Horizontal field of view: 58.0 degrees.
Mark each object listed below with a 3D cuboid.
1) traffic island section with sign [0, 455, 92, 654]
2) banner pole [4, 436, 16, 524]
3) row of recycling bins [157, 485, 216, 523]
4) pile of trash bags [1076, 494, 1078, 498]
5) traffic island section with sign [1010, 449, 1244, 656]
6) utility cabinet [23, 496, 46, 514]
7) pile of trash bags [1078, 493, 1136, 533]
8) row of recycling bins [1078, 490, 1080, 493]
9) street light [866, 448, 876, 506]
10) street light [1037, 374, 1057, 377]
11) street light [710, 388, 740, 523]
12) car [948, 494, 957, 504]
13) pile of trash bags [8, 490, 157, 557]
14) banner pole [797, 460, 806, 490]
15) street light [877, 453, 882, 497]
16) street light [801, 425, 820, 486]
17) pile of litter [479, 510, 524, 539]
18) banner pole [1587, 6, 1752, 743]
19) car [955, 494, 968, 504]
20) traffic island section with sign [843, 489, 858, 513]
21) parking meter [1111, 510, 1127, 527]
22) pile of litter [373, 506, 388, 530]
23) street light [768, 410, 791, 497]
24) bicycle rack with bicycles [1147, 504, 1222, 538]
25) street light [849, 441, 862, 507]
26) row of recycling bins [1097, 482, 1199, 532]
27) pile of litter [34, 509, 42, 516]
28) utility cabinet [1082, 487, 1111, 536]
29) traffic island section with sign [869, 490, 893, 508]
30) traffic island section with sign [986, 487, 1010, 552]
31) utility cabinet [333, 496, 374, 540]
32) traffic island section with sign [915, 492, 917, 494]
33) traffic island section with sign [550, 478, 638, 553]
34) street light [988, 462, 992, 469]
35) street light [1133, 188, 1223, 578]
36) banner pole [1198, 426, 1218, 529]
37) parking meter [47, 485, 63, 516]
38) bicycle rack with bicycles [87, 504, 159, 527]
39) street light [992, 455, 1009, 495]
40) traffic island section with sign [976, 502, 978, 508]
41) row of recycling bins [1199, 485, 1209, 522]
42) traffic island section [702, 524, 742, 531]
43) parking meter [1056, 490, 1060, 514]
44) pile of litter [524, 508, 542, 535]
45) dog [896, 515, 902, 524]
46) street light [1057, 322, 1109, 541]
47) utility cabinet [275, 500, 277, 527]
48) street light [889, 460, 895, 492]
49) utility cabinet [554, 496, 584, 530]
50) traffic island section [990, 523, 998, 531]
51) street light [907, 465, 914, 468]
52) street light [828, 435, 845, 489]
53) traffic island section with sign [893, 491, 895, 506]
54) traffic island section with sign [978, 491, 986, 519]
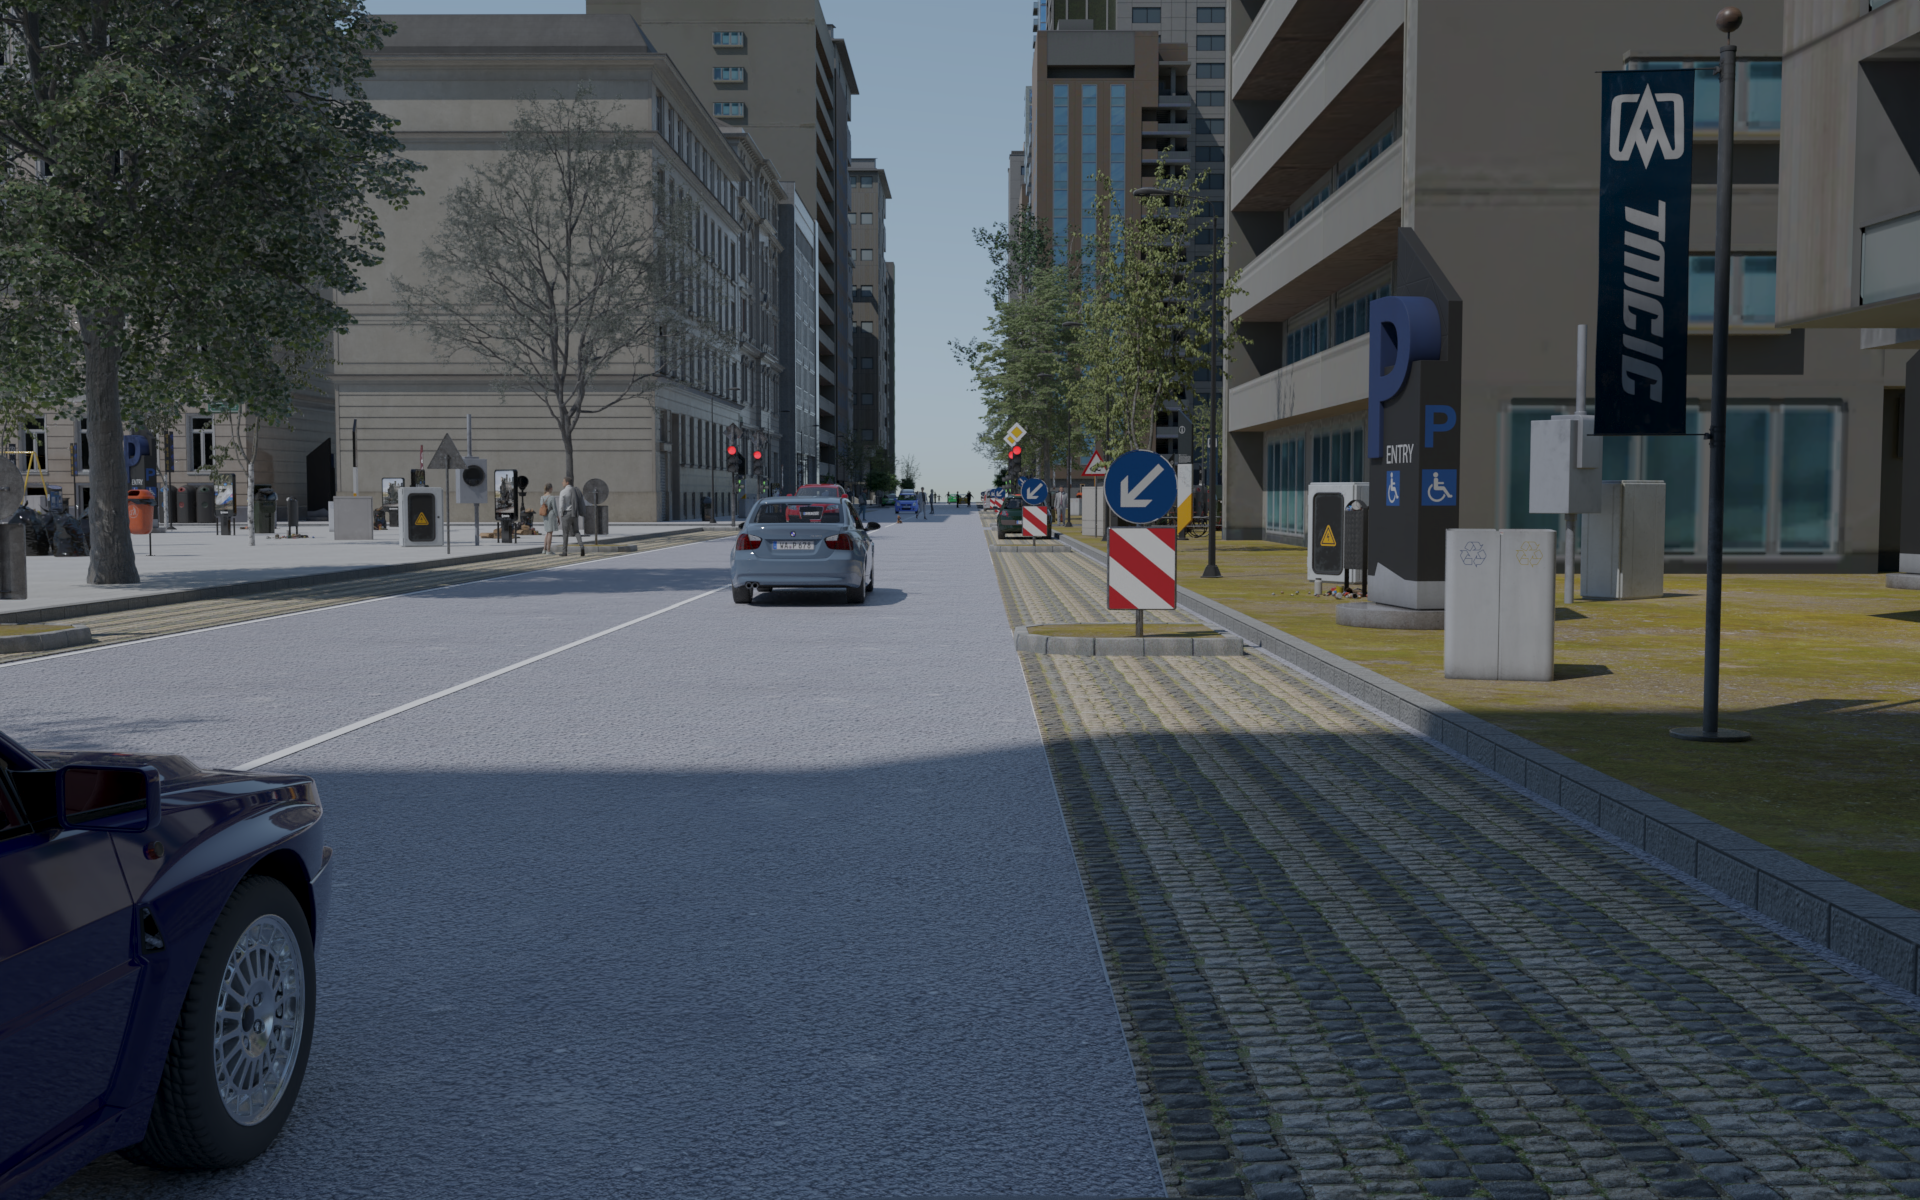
[{"bbox_3d":[-9.310,-0.456,16.087,1.989,1.847,2.006,0,4,0],"label":"traffic island section with sign"},{"bbox_3d":[-41.308,-5.221,75.379,0.401,3.779,0.863,0,4,7],"label":"banner pole"},{"bbox_3d":[-34.483,-4.232,76.303,3.534,1.692,1.069,0,4,6],"label":"row of recycling bins"},{"bbox_3d":[9.828,-6.935,123.147,3.447,1.369,1.912,2,4,29],"label":"pile of trash bags"},{"bbox_3d":[1.509,-0.461,16.171,1.989,1.847,2.006,0,4,0],"label":"traffic island section with sign"},{"bbox_3d":[-40.459,-3.947,75.690,1.020,1.237,0.306,1,4,19],"label":"utility cabinet"},{"bbox_3d":[4.908,-2.810,55.691,1.912,1.369,3.447,0,4,1],"label":"pile of trash bags"},{"bbox_3d":[9.539,-7.627,131.814,1.069,1.692,3.534,1,4,12],"label":"row of recycling bins"},{"bbox_3d":[-9.465,-12.291,173.504,1.470,5.913,1.316,0,4,0],"label":"street light"},{"bbox_3d":[3.685,-5.778,67.008,1.470,5.913,1.316,0,4,0],"label":"street light"},{"bbox_3d":[-10.272,-6.308,75.670,1.470,5.913,1.316,0,4,0],"label":"street light"},{"bbox_3d":[-0.736,-14.329,243.081,1.959,1.807,4.718,0,4,-1],"label":"car"},{"bbox_3d":[-18.185,-1.608,36.050,3.447,1.369,1.912,1,4,17],"label":"pile of trash bags"},{"bbox_3d":[-11.437,-8.305,125.803,0.863,3.779,0.401,-1,4,-17],"label":"banner pole"},{"bbox_3d":[-9.449,-13.549,194.072,1.470,5.913,1.316,0,4,0],"label":"street light"},{"bbox_3d":[-10.085,-8.790,116.259,1.470,5.913,1.316,0,4,0],"label":"street light"},{"bbox_3d":[-13.326,-2.211,50.111,1.176,0.858,1.719,-1,4,-13],"label":"pile of litter"},{"bbox_3d":[3.724,-1.163,9.040,0.863,3.779,0.401,0,4,7],"label":"banner pole"},{"bbox_3d":[0.416,-12.878,220.780,2.015,1.641,3.980,0,4,0],"label":"car"},{"bbox_3d":[-8.451,-7.164,125.761,1.989,1.847,2.006,0,4,0],"label":"traffic island section with sign"},{"bbox_3d":[4.145,-2.420,45.275,0.399,1.863,0.255,-3,4,-39],"label":"parking meter"},{"bbox_3d":[-20.989,-2.929,61.849,1.176,0.858,1.719,0,4,-4],"label":"pile of litter"},{"bbox_3d":[-10.056,-7.539,95.808,1.470,5.913,1.316,0,4,0],"label":"street light"},{"bbox_3d":[6.618,-2.318,51.278,2.925,0.926,2.852,1,4,23],"label":"bicycle rack with bicycles"},{"bbox_3d":[-9.651,-10.990,152.224,1.470,5.913,1.316,0,4,0],"label":"street light"},{"bbox_3d":[6.189,-3.171,58.951,3.534,1.692,1.069,1,4,23],"label":"row of recycling bins"},{"bbox_3d":[-26.677,-2.185,49.686,1.719,0.858,1.176,-2,4,-35],"label":"pile of litter"},{"bbox_3d":[4.153,-2.684,52.563,0.318,1.500,1.173,-2,4,-29],"label":"utility cabinet"},{"bbox_3d":[-8.086,-10.138,174.389,1.989,1.847,2.006,0,4,0],"label":"traffic island section with sign"},{"bbox_3d":[1.722,-2.110,43.125,1.989,1.847,2.006,0,4,0],"label":"traffic island section with sign"},{"bbox_3d":[-16.971,-2.282,48.476,1.020,1.237,0.306,-1,4,-14],"label":"utility cabinet"},{"bbox_3d":[-7.224,-16.920,285.273,1.989,1.847,2.006,0,4,0],"label":"traffic island section with sign"},{"bbox_3d":[-9.103,-2.105,43.042,1.989,1.847,2.006,0,4,0],"label":"traffic island section with sign"},{"bbox_3d":[5.130,-16.953,249.717,1.470,5.913,1.316,0,4,0],"label":"street light"},{"bbox_3d":[3.328,-3.297,26.447,1.470,5.913,1.316,0,4,0],"label":"street light"},{"bbox_3d":[9.162,-4.519,63.909,0.863,3.779,0.401,3,4,38],"label":"banner pole"},{"bbox_3d":[-25.043,-2.418,47.950,0.372,1.533,0.369,0,3,0],"label":"parking meter"},{"bbox_3d":[-28.815,-2.839,59.807,2.852,0.926,2.925,-2,4,-24],"label":"bicycle rack with bicycles"},{"bbox_3d":[4.833,-14.329,206.814,1.470,5.913,1.316,0,4,0],"label":"street light"},{"bbox_3d":[2.352,-7.147,125.482,1.989,1.847,2.006,0,4,0],"label":"traffic island section with sign"},{"bbox_3d":[10.342,-4.358,78.366,1.069,1.692,3.534,2,4,25],"label":"row of recycling bins"},{"bbox_3d":[-8.902,-2.791,67.917,2.009,0.180,2.903,0,4,0],"label":"traffic island section"},{"bbox_3d":[6.376,-6.308,111.549,0.372,1.533,0.369,0,3,0],"label":"parking meter"},{"bbox_3d":[-13.730,-2.463,54.232,1.176,0.858,1.719,-3,4,-39],"label":"pile of litter"},{"bbox_3d":[-3.028,-3.911,84.131,0.550,0.427,0.748,2,4,29],"label":"dog"},{"bbox_3d":[3.456,-4.546,46.870,1.470,5.913,1.316,0,4,0],"label":"street light"},{"bbox_3d":[-27.434,-3.483,68.105,1.020,1.237,0.306,-3,5,-45],"label":"utility cabinet"},{"bbox_3d":[-9.136,-14.781,214.210,1.470,5.913,1.316,0,4,0],"label":"street light"},{"bbox_3d":[-14.030,-3.124,62.242,1.020,1.237,0.306,0,4,-3],"label":"utility cabinet"},{"bbox_3d":[2.239,-2.786,67.827,2.009,0.180,2.903,0,4,0],"label":"traffic island section"},{"bbox_3d":[-8.514,-19.799,296.254,1.470,5.913,1.316,0,4,0],"label":"street light"},{"bbox_3d":[-9.838,-10.071,137.202,1.470,5.913,1.316,0,4,0],"label":"street light"},{"bbox_3d":[-7.871,-11.823,201.939,1.989,1.847,2.006,0,4,0],"label":"traffic island section with sign"},{"bbox_3d":[2.146,-5.477,98.169,1.989,1.847,2.006,0,4,0],"label":"traffic island section with sign"}]
